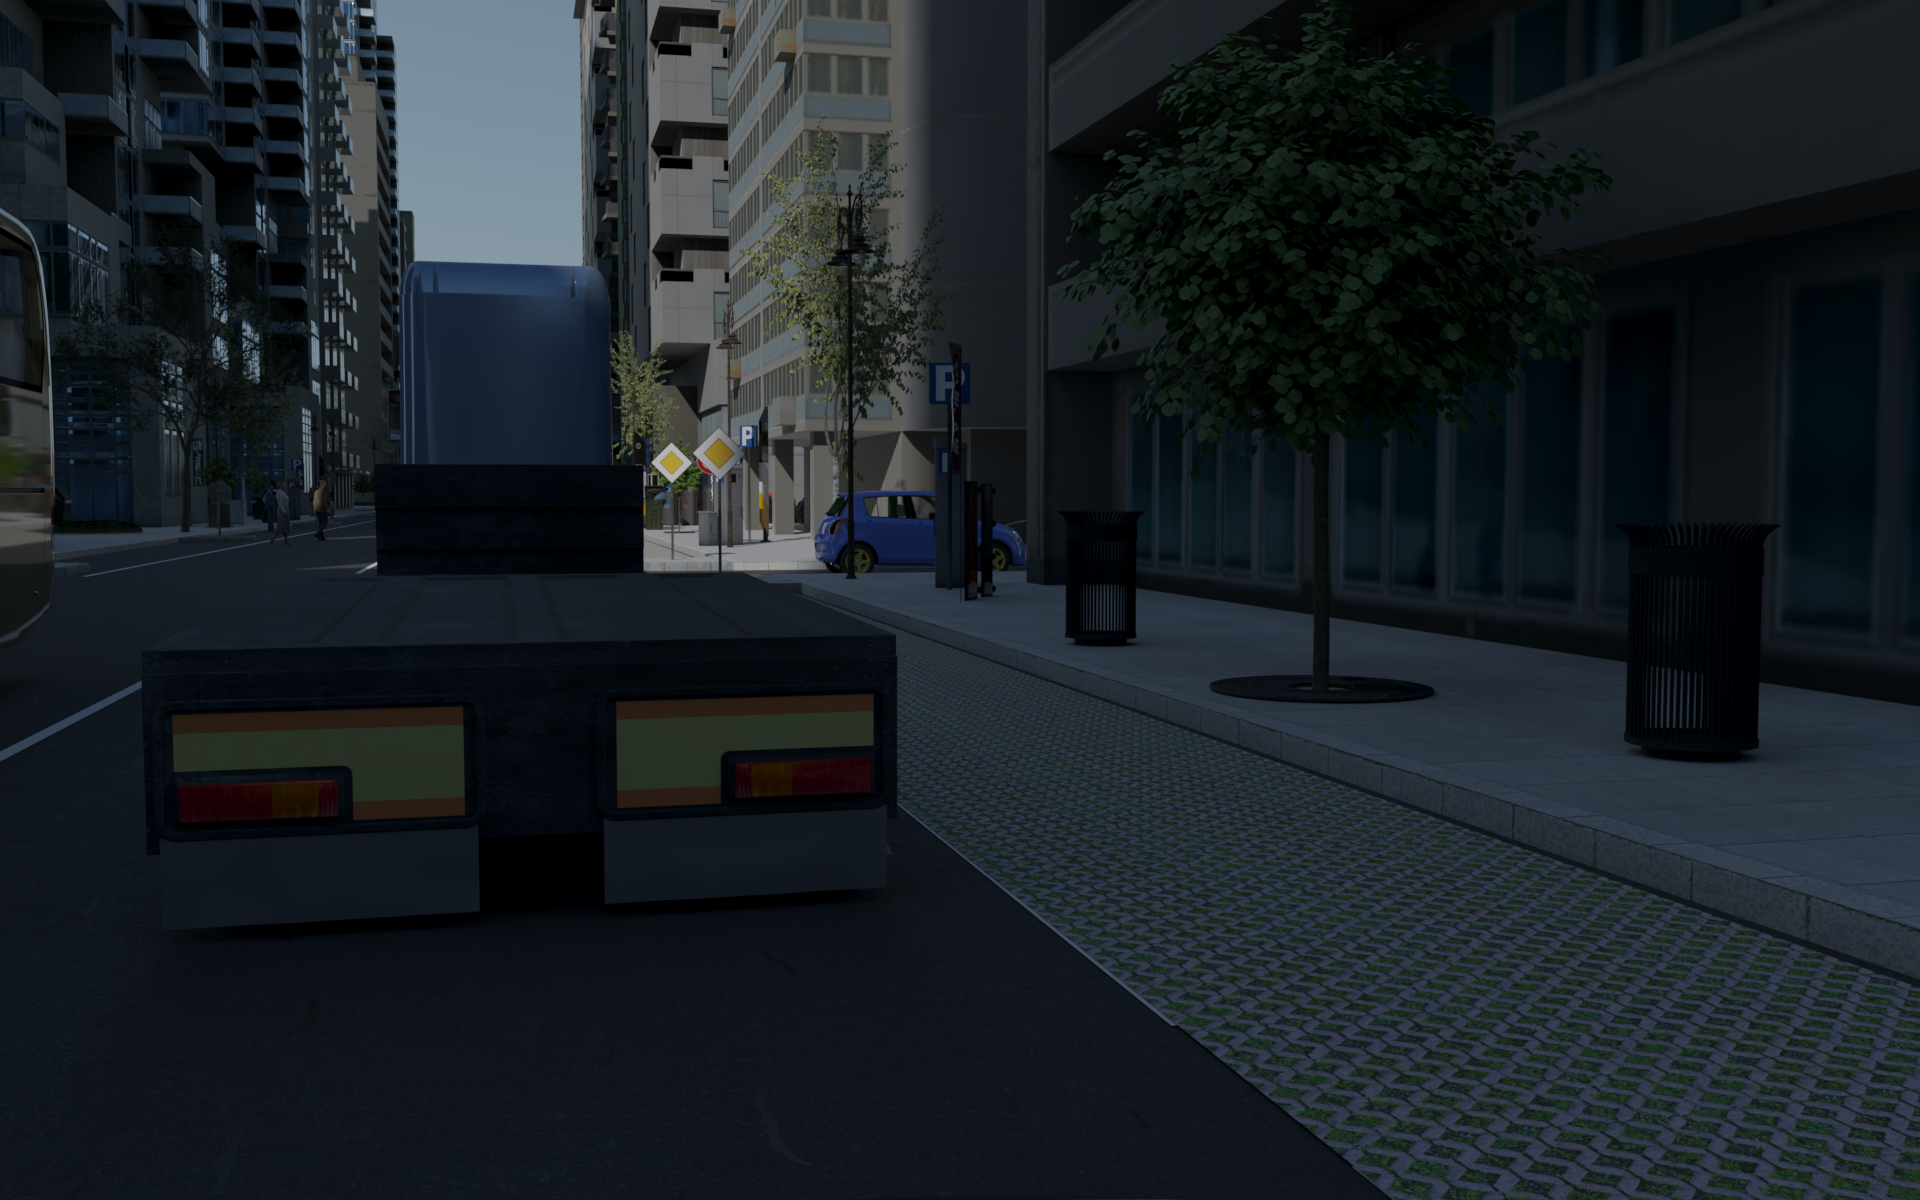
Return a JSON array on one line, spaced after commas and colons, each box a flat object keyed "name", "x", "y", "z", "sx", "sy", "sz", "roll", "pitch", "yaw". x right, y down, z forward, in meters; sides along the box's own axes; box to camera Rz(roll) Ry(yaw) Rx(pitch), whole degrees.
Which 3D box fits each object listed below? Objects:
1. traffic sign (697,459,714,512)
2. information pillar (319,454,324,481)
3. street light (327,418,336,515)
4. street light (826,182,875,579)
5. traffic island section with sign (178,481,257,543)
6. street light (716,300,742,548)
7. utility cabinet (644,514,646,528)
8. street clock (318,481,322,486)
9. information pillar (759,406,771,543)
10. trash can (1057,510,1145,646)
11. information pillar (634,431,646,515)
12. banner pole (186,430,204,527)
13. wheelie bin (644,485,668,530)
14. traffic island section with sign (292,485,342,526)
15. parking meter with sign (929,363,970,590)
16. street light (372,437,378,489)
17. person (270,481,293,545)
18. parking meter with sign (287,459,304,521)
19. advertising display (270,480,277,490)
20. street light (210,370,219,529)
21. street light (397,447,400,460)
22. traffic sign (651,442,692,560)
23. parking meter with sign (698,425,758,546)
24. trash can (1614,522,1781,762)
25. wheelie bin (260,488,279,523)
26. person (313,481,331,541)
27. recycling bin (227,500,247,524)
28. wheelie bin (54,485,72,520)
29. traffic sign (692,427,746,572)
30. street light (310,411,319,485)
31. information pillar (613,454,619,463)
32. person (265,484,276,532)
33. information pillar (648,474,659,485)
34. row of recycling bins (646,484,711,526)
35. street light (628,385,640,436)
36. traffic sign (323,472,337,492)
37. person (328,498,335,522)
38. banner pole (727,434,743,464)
[{"name": "traffic sign", "x": -6.302, "y": -2.689, "z": 44.075, "sx": 0.768, "sy": 2.556, "sz": 0.104, "roll": 0, "pitch": 4, "yaw": -5}, {"name": "information pillar", "x": -37.556, "y": -6.761, "z": 101.890, "sx": 0.183, "sy": 3.616, "sz": 0.504, "roll": 0, "pitch": 4, "yaw": 4}, {"name": "street light", "x": -37.916, "y": -8.063, "z": 104.620, "sx": 0.468, "sy": 5.910, "sz": 1.993, "roll": -1, "pitch": 4, "yaw": -14}, {"name": "street light", "x": -1.647, "y": -3.257, "z": 26.035, "sx": 0.468, "sy": 5.910, "sz": 1.993, "roll": -1, "pitch": 4, "yaw": -14}, {"name": "traffic island section with sign", "x": -22.328, "y": -2.664, "z": 52.185, "sx": 1.989, "sy": 1.847, "sz": 2.006, "roll": -1, "pitch": 4, "yaw": -14}, {"name": "street light", "x": -5.513, "y": -4.196, "z": 41.387, "sx": 0.468, "sy": 5.910, "sz": 1.993, "roll": -1, "pitch": 4, "yaw": -14}, {"name": "utility cabinet", "x": -11.728, "y": -3.300, "z": 65.115, "sx": 1.020, "sy": 1.237, "sz": 0.306, "roll": -2, "pitch": 4, "yaw": -30}, {"name": "street clock", "x": -36.269, "y": -5.740, "z": 98.426, "sx": 0.471, "sy": 2.002, "sz": 0.358, "roll": 3, "pitch": 5, "yaw": 44}, {"name": "information pillar", "x": -5.182, "y": -3.330, "z": 45.808, "sx": 0.183, "sy": 3.616, "sz": 0.504, "roll": 1, "pitch": 4, "yaw": 15}, {"name": "trash can", "x": 1.202, "y": -0.191, "z": 14.773, "sx": 0.748, "sy": 1.137, "sz": 0.748, "roll": 0, "pitch": 3, "yaw": 0}, {"name": "information pillar", "x": -11.868, "y": -4.456, "z": 64.207, "sx": 0.183, "sy": 3.616, "sz": 0.504, "roll": 3, "pitch": 5, "yaw": 44}, {"name": "banner pole", "x": -30.040, "y": -4.769, "z": 67.996, "sx": 0.401, "sy": 3.779, "sz": 0.863, "roll": 2, "pitch": 4, "yaw": 33}, {"name": "wheelie bin", "x": -10.940, "y": -3.312, "z": 62.051, "sx": 0.980, "sy": 1.594, "sz": 0.693, "roll": -1, "pitch": 4, "yaw": -10}, {"name": "traffic island section with sign", "x": -29.055, "y": -4.261, "z": 78.290, "sx": 1.989, "sy": 1.847, "sz": 2.006, "roll": -1, "pitch": 4, "yaw": -14}, {"name": "parking meter with sign", "x": -0.095, "y": -1.689, "z": 23.869, "sx": 0.543, "sy": 3.016, "sz": 1.738, "roll": 0, "pitch": 4, "yaw": 3}, {"name": "street light", "x": -46.322, "y": -10.048, "z": 137.071, "sx": 0.468, "sy": 5.910, "sz": 1.993, "roll": -1, "pitch": 4, "yaw": -14}, {"name": "person", "x": -18.979, "y": -2.424, "z": 48.360, "sx": 0.641, "sy": 1.798, "sz": 0.478, "roll": 0, "pitch": 4, "yaw": 8}, {"name": "parking meter with sign", "x": -32.464, "y": -5.385, "z": 84.312, "sx": 0.543, "sy": 3.016, "sz": 1.738, "roll": 0, "pitch": 4, "yaw": -5}, {"name": "advertising display", "x": -31.950, "y": -4.617, "z": 80.695, "sx": 0.123, "sy": 1.923, "sz": 0.974, "roll": -2, "pitch": 4, "yaw": -32}, {"name": "street light", "x": -27.517, "y": -5.586, "z": 64.116, "sx": 0.468, "sy": 5.910, "sz": 1.993, "roll": -1, "pitch": 4, "yaw": -14}, {"name": "street light", "x": -54.657, "y": -12.006, "z": 169.080, "sx": 0.468, "sy": 5.910, "sz": 1.993, "roll": -1, "pitch": 4, "yaw": -14}, {"name": "traffic sign", "x": -5.600, "y": -1.837, "z": 33.674, "sx": 0.795, "sy": 2.450, "sz": 0.064, "roll": -1, "pitch": 4, "yaw": -14}, {"name": "parking meter with sign", "x": -5.813, "y": -2.875, "z": 43.260, "sx": 0.543, "sy": 3.016, "sz": 1.738, "roll": 2, "pitch": 4, "yaw": 34}, {"name": "trash can", "x": 3.587, "y": 0.194, "z": 8.474, "sx": 0.748, "sy": 1.137, "sz": 0.748, "roll": 0, "pitch": 3, "yaw": 0}, {"name": "wheelie bin", "x": -30.645, "y": -4.226, "z": 77.005, "sx": 0.693, "sy": 1.594, "sz": 0.980, "roll": 0, "pitch": 4, "yaw": -1}, {"name": "person", "x": -19.602, "y": -2.740, "z": 53.217, "sx": 0.656, "sy": 1.842, "sz": 0.836, "roll": 0, "pitch": 4, "yaw": 5}, {"name": "recycling bin", "x": -30.839, "y": -3.751, "z": 73.888, "sx": 0.722, "sy": 1.027, "sz": 0.722, "roll": -1, "pitch": 4, "yaw": -18}, {"name": "wheelie bin", "x": -30.145, "y": -3.057, "z": 57.891, "sx": 0.693, "sy": 1.594, "sz": 0.980, "roll": 0, "pitch": 4, "yaw": -8}, {"name": "traffic sign", "x": -3.602, "y": -1.364, "z": 25.942, "sx": 0.795, "sy": 2.450, "sz": 0.064, "roll": -1, "pitch": 4, "yaw": -14}, {"name": "street light", "x": -36.015, "y": -7.582, "z": 96.761, "sx": 0.468, "sy": 5.910, "sz": 1.993, "roll": -1, "pitch": 4, "yaw": -14}, {"name": "information pillar", "x": -20.183, "y": -6.732, "z": 101.422, "sx": 0.504, "sy": 3.616, "sz": 0.183, "roll": -3, "pitch": 5, "yaw": -40}, {"name": "person", "x": -26.276, "y": -3.506, "z": 66.005, "sx": 0.419, "sy": 1.800, "sz": 0.721, "roll": -2, "pitch": 4, "yaw": -31}, {"name": "information pillar", "x": -11.159, "y": -3.582, "z": 63.060, "sx": 0.304, "sy": 2.012, "sz": 0.304, "roll": -3, "pitch": 4, "yaw": -36}, {"name": "row of recycling bins", "x": -11.474, "y": -3.888, "z": 70.682, "sx": 3.534, "sy": 1.692, "sz": 1.069, "roll": 0, "pitch": 4, "yaw": 4}, {"name": "street light", "x": -13.801, "y": -6.154, "z": 73.408, "sx": 0.468, "sy": 5.910, "sz": 1.993, "roll": -1, "pitch": 4, "yaw": -14}, {"name": "traffic sign", "x": -36.919, "y": -6.202, "z": 101.500, "sx": 0.768, "sy": 2.556, "sz": 0.104, "roll": -1, "pitch": 4, "yaw": -13}, {"name": "person", "x": -32.074, "y": -4.599, "z": 88.370, "sx": 0.352, "sy": 1.250, "sz": 0.332, "roll": 0, "pitch": 4, "yaw": 3}, {"name": "banner pole", "x": -9.369, "y": -4.998, "z": 71.734, "sx": 0.863, "sy": 3.779, "sz": 0.401, "roll": -1, "pitch": 4, "yaw": -20}]
